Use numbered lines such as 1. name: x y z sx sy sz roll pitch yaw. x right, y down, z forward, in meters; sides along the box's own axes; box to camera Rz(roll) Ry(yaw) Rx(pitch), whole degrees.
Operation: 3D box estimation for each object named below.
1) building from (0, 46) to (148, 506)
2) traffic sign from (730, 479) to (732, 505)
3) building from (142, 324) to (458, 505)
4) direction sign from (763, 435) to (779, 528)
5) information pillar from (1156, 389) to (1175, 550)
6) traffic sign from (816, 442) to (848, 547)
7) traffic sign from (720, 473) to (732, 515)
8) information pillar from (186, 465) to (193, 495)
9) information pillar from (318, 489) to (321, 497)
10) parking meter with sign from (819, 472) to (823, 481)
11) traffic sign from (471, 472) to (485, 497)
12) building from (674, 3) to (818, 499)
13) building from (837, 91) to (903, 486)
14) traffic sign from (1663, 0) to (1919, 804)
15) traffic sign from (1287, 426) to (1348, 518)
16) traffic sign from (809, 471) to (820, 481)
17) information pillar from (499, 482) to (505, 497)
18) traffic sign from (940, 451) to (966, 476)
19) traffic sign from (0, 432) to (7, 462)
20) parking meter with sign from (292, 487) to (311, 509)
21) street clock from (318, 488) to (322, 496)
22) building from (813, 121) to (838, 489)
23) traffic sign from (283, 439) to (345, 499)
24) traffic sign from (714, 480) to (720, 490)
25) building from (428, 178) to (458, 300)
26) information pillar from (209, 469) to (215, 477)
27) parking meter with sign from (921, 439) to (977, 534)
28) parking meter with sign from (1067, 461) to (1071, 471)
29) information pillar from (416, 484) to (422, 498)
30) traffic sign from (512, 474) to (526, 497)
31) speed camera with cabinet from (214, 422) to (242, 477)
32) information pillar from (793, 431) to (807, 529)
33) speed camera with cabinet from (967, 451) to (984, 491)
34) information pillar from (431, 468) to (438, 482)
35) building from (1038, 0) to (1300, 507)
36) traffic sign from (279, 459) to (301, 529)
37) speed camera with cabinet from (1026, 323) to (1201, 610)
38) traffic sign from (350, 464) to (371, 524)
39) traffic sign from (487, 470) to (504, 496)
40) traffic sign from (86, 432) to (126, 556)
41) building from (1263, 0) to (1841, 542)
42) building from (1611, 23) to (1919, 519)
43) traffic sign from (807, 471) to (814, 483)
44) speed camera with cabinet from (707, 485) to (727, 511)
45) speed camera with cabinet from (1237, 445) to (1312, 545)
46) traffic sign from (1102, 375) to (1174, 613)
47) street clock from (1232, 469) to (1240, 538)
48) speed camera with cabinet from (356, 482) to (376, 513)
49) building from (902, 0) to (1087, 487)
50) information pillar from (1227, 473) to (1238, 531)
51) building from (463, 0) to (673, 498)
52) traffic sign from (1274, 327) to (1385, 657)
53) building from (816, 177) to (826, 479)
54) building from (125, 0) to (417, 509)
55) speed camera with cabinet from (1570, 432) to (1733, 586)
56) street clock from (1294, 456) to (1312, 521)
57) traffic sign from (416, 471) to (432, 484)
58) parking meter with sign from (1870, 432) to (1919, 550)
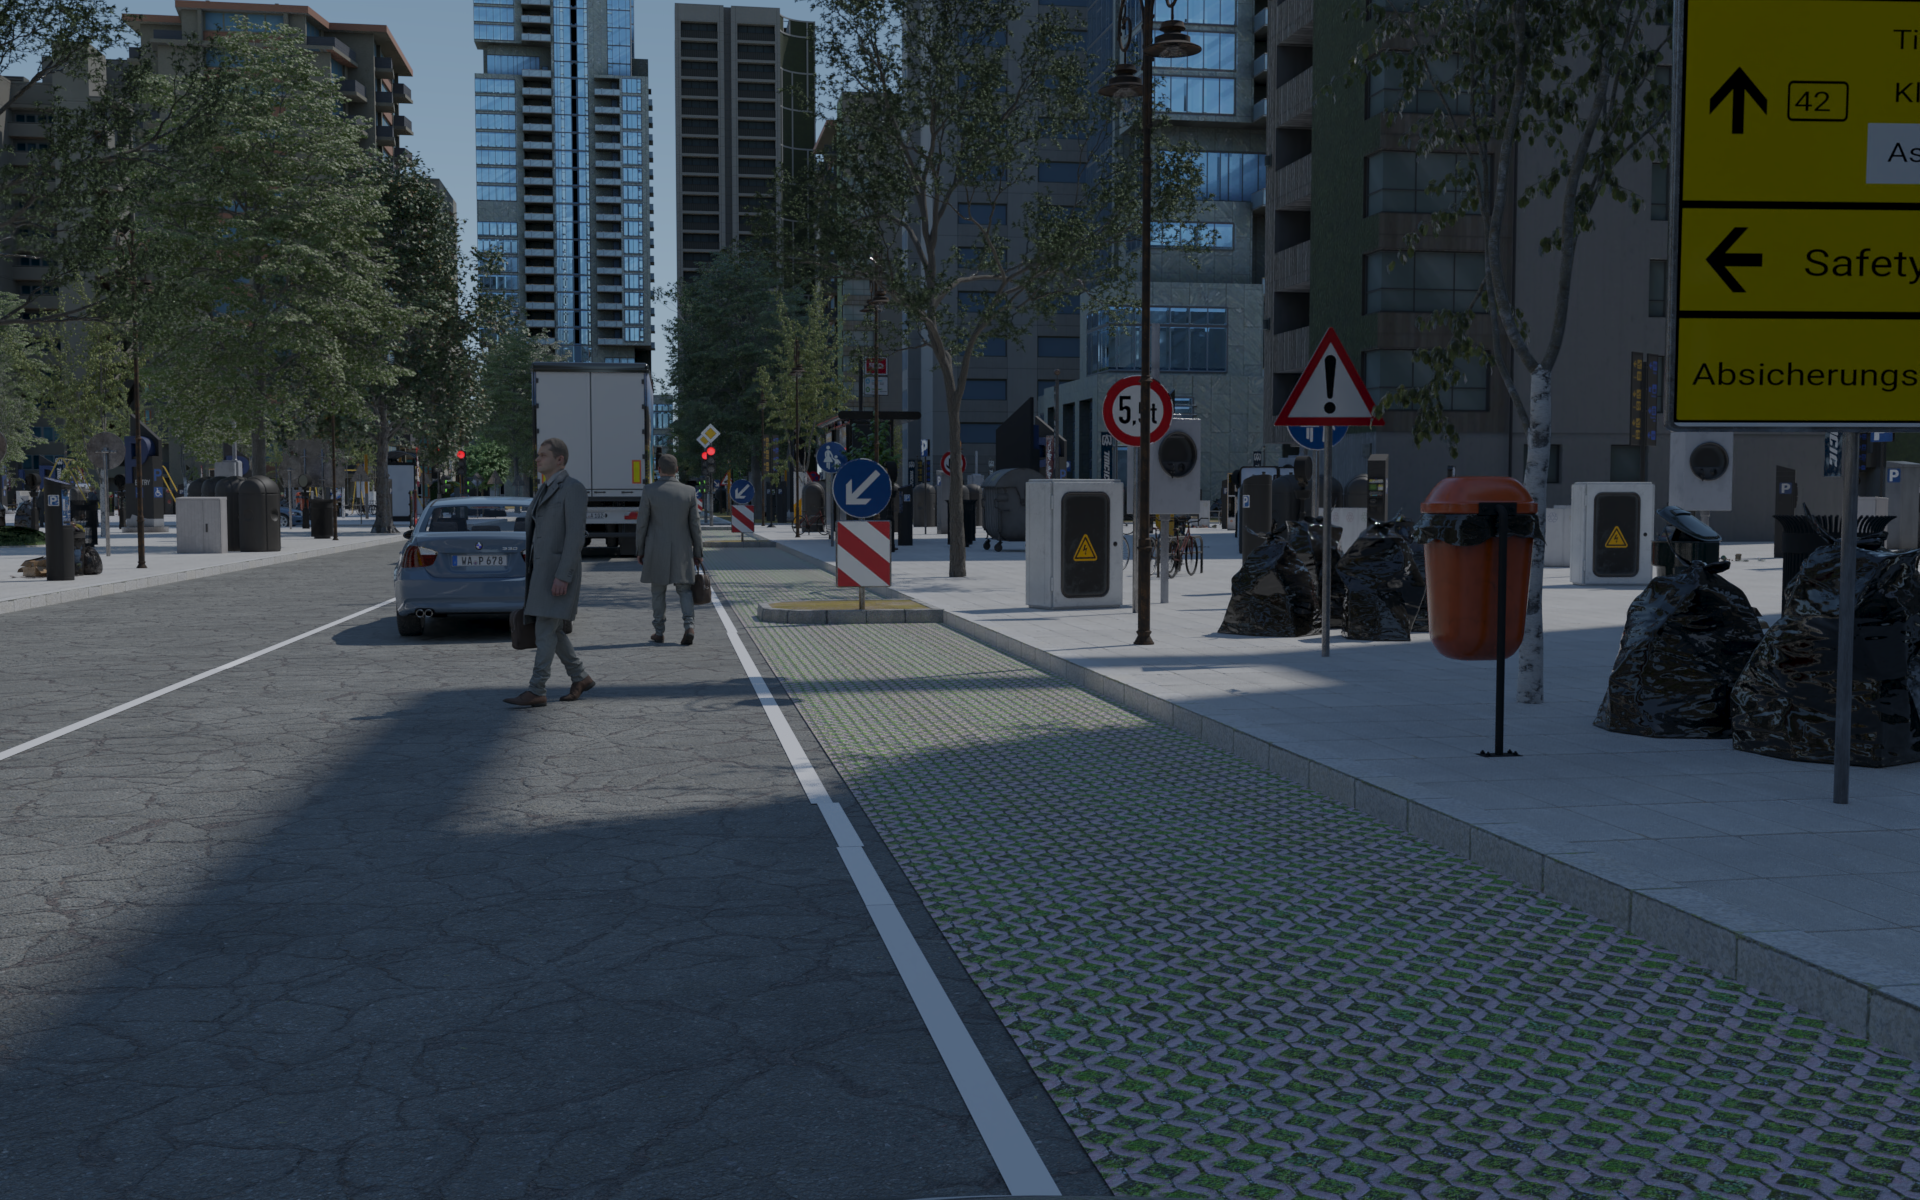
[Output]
1. building: -96.988 -34.635 189.983 21.600 48.544 21.300 -1 4 -10
2. traffic sign: -15.000 -6.827 113.756 0.606 2.300 0.079 0 4 -2
3. building: -71.701 -21.268 192.770 28.899 21.520 27.650 -1 4 -10
4. direction sign: -7.231 -4.543 66.276 0.379 3.537 0.876 3 4 36
5. information pillar: 4.587 -2.890 38.611 0.504 3.616 0.183 -2 4 -34
6. traffic sign: -3.116 -2.576 42.218 0.768 2.556 0.104 0 4 -5
7. traffic sign: -14.144 -6.434 105.201 0.884 2.594 0.081 0 4 -2
8. information pillar: -60.933 -8.907 136.989 0.504 3.616 0.183 -1 4 -19
9. information pillar: -52.694 -8.457 142.766 0.304 2.012 0.304 1 4 15
10. parking meter with sign: -10.242 -8.615 137.124 1.738 3.016 0.543 1 4 21
11. traffic sign: -25.395 -5.500 91.105 0.795 2.450 0.064 0 4 -3
12. building: -31.730 -50.116 257.648 20.611 71.187 20.563 -1 4 -10
13. building: -5.919 -30.382 180.339 14.154 41.232 14.086 -1 4 -10
14. traffic sign: 3.979 -0.809 7.101 2.265 3.308 0.079 0 4 -3
15. traffic sign: 4.127 -1.223 20.105 0.768 2.556 0.104 0 4 -7
16. traffic sign: -8.239 -5.951 97.406 0.768 2.556 0.104 0 4 0
17. information pillar: -27.899 -6.179 105.518 0.304 2.012 0.304 -2 4 -24
18. traffic sign: -0.198 -3.092 50.654 0.768 2.556 0.104 0 4 -8
19. traffic sign: -18.108 -1.963 32.208 0.768 2.556 0.104 0 4 -3
20. parking meter with sign: -45.176 -7.456 118.161 1.738 3.016 0.543 -1 4 -13
21. street clock: -48.679 -7.797 132.052 0.471 2.002 0.358 2 4 35
22. building: -5.511 -33.486 202.118 22.147 44.769 28.867 -1 4 -10
23. traffic sign: -24.089 -4.324 64.578 2.265 3.308 0.079 0 4 -2
24. traffic sign: -21.212 -9.229 151.006 0.768 2.556 0.104 0 4 -3
25. building: -84.421 -38.321 250.252 21.600 48.544 21.300 -1 4 -10
26. information pillar: -21.551 -2.800 50.276 0.304 2.012 0.304 2 4 33
27. parking meter with sign: -0.345 -3.622 55.473 1.738 3.016 0.543 -2 4 -24
28. parking meter with sign: 5.432 -5.866 92.173 0.543 3.016 1.738 0 4 -8
29. information pillar: -35.318 -6.642 113.083 0.304 2.012 0.304 -2 4 -34
30. traffic sign: -28.332 -6.802 111.209 0.884 2.594 0.081 0 4 -4
31. speed camera with cabinet: -20.266 -3.309 48.438 0.660 3.252 2.038 0 4 -7
32. information pillar: -5.967 -4.474 64.507 0.504 3.616 0.183 -1 4 -16
33. speed camera with cabinet: 1.390 -5.237 79.956 2.038 3.252 0.660 -1 4 -12
34. information pillar: -37.271 -8.054 123.035 0.504 3.616 0.183 -1 4 -10
35. building: 20.724 -48.430 104.499 31.000 86.520 22.319 -1 4 -10
36. traffic sign: -24.331 -3.840 62.890 0.768 2.556 0.104 0 4 -7
37. speed camera with cabinet: 1.758 -1.552 19.710 2.038 3.252 0.660 -2 4 -29
38. traffic sign: -25.606 -4.526 74.006 0.884 2.594 0.081 0 4 -4
39. traffic sign: -24.734 -5.638 92.184 0.884 2.594 0.081 0 4 -2
40. traffic sign: -17.534 -2.170 35.580 0.768 2.556 0.104 0 4 -6
41. building: 16.448 -17.128 51.744 14.160 30.474 14.107 -1 4 -10
42. building: 51.410 -20.574 108.088 14.107 30.474 14.160 -1 4 -10
43. traffic sign: -8.288 -5.732 93.727 0.884 2.594 0.081 0 4 -1
44. speed camera with cabinet: -18.031 -8.336 130.629 2.038 3.252 0.660 -1 4 -19
45. speed camera with cabinet: 7.660 -2.922 42.107 0.660 3.252 2.038 -2 4 -35
46. traffic sign: 1.899 -1.131 18.604 0.768 2.556 0.104 0 4 -1
47. street clock: 8.226 -2.836 50.943 0.471 2.002 0.358 -3 4 -36
48. speed camera with cabinet: -39.598 -7.441 116.003 0.660 3.252 2.038 1 4 14
49. building: 6.053 -36.169 133.364 21.231 58.520 28.212 -1 4 -10
50. information pillar: 9.564 -3.452 60.935 0.304 2.012 0.304 1 4 12
51. building: -58.058 -57.528 253.261 31.000 86.520 22.319 -1 4 -10
52. traffic sign: 2.886 -0.832 13.599 0.884 2.594 0.081 0 4 -4
53. building: -8.171 -41.440 266.777 27.495 52.752 28.713 -1 4 -10
54. building: -62.227 -30.815 158.443 22.147 44.769 28.867 -1 4 -10
55. speed camera with cabinet: 9.678 -1.829 24.240 2.038 3.252 0.660 0 4 1
56. street clock: 6.530 -1.739 32.998 0.358 2.002 0.471 2 4 29
57. traffic sign: -28.745 -5.681 92.893 0.884 2.594 0.081 0 3 0
58. parking meter with sign: 21.866 -2.682 40.105 1.738 3.016 0.543 -2 4 -27
